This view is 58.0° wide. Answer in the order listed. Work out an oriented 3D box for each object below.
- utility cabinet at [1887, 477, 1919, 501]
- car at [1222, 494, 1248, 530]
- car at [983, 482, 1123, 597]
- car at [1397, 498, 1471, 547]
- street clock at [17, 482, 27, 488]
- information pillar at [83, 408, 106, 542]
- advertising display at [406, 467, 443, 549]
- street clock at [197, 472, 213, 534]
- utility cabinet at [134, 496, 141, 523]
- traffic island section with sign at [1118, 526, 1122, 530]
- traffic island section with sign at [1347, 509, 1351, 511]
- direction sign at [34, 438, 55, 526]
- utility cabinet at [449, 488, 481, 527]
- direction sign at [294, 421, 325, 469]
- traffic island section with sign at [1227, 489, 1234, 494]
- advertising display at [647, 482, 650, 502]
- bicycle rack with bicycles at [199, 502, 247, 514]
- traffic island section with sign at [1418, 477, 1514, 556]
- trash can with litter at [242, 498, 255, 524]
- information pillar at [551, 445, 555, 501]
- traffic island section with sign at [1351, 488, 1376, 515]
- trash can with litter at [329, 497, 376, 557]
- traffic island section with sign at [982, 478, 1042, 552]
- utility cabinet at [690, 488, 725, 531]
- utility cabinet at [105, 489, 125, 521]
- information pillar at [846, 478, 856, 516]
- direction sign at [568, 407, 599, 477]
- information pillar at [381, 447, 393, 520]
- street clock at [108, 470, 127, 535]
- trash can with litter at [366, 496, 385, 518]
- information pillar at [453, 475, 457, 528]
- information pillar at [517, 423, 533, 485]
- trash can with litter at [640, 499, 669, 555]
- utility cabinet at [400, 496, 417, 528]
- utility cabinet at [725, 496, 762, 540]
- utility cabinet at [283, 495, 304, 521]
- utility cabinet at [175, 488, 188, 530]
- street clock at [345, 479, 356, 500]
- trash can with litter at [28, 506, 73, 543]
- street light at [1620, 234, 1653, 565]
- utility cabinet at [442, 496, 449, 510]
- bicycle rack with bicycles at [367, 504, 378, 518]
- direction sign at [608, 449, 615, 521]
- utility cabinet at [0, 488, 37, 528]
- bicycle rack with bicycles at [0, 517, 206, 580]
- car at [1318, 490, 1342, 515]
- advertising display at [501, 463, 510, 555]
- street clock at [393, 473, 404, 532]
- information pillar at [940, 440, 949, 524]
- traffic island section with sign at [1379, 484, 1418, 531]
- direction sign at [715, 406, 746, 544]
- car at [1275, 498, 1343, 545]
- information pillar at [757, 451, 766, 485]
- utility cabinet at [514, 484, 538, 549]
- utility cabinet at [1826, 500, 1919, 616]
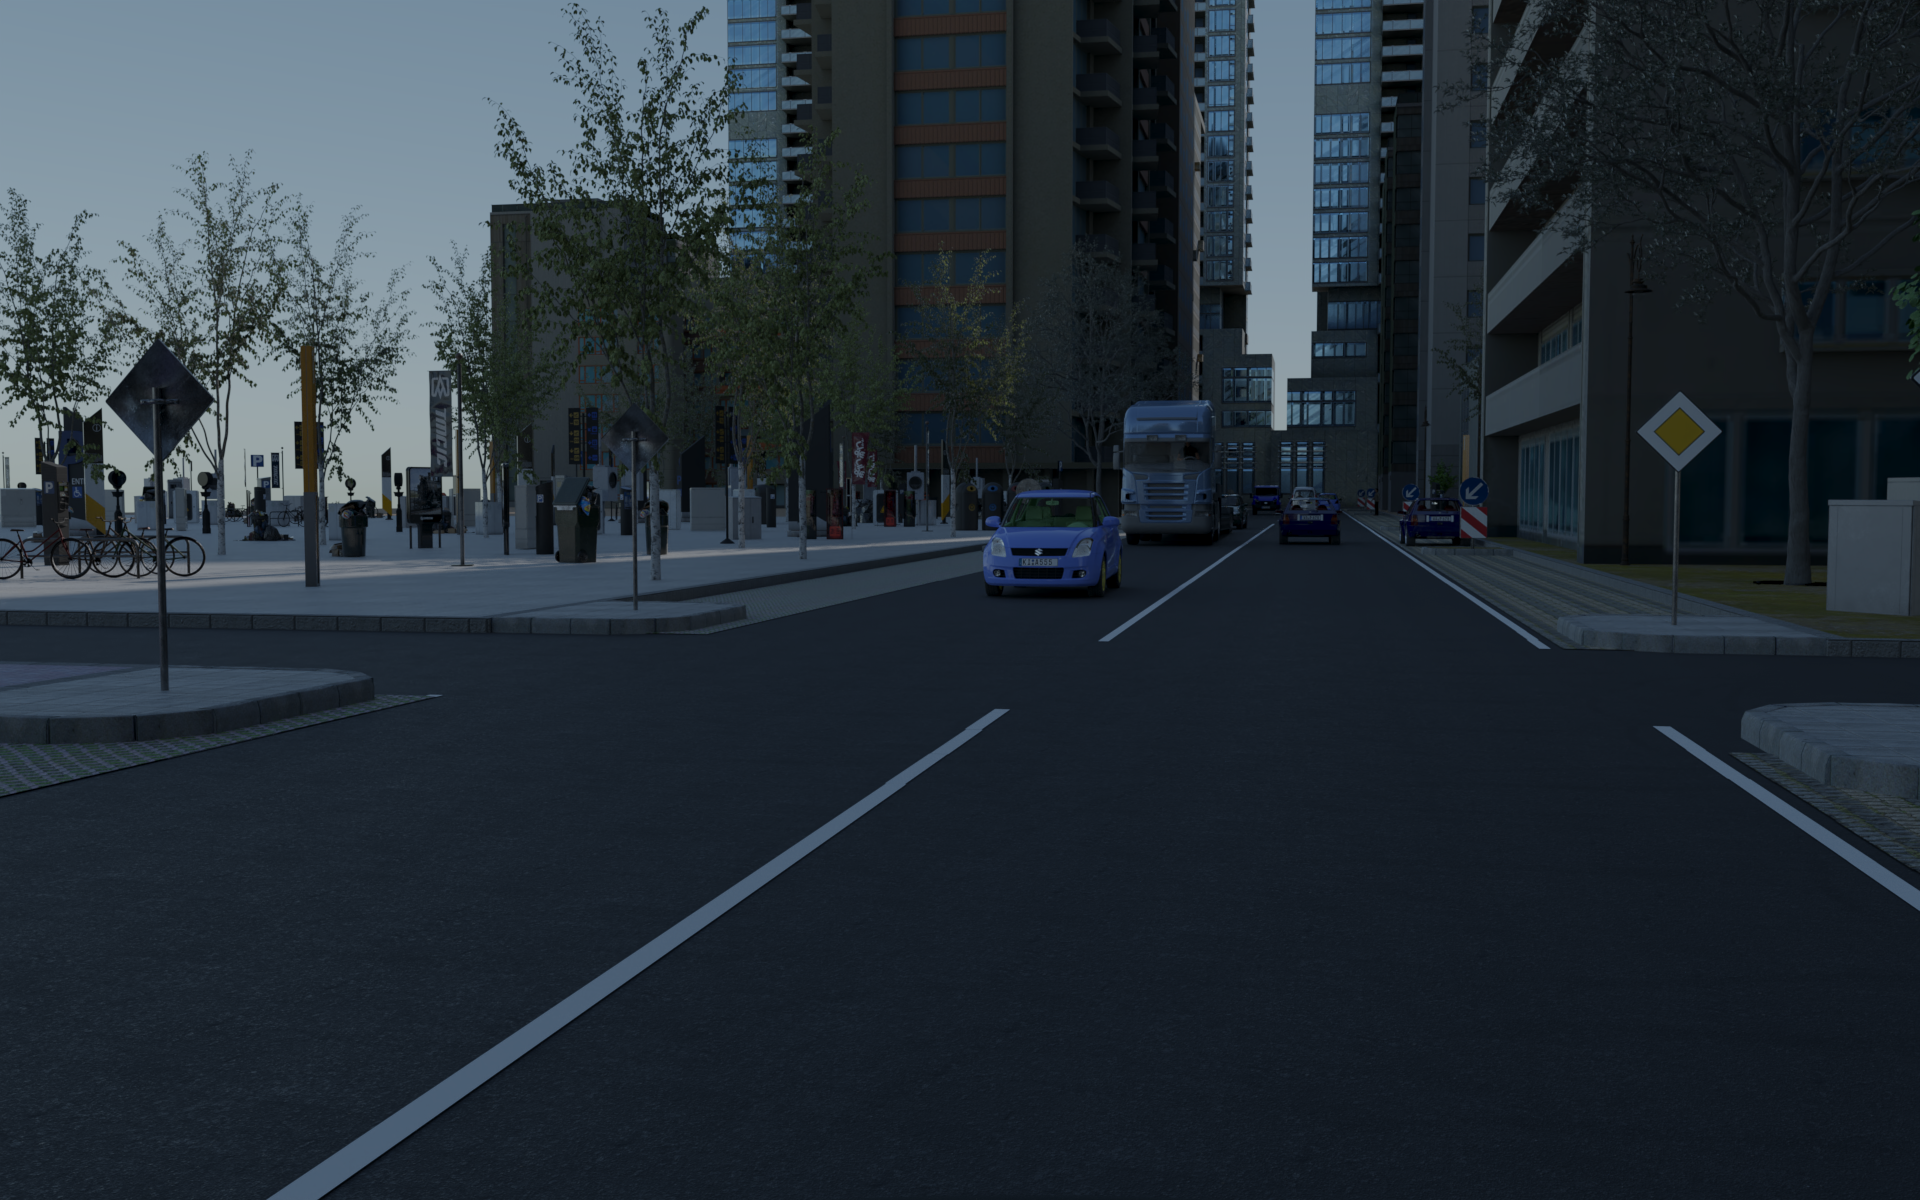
[{"bbox_3d":[12.839,-0.886,23.168,0.318,1.500,1.173,0,4,2],"label":"utility cabinet"},{"bbox_3d":[10.879,-3.767,71.372,2.009,1.686,4.222,1,4,14],"label":"car"},{"bbox_3d":[1.400,-0.961,25.310,1.945,1.707,3.694,1,4,11],"label":"car"},{"bbox_3d":[13.231,-2.186,48.321,1.945,1.354,3.894,1,4,11],"label":"car"},{"bbox_3d":[-56.660,-6.122,104.658,0.471,2.002,0.358,0,4,-6],"label":"street clock"},{"bbox_3d":[-23.376,-3.391,46.798,0.504,3.616,0.183,-2,4,-32],"label":"information pillar"},{"bbox_3d":[-12.652,-2.185,40.933,0.123,1.923,0.974,2,4,33],"label":"advertising display"},{"bbox_3d":[-24.419,-3.150,56.080,0.471,2.002,0.358,2,4,25],"label":"street clock"},{"bbox_3d":[-35.693,-3.956,75.843,1.020,1.237,0.306,2,4,24],"label":"utility cabinet"},{"bbox_3d":[7.193,-3.745,69.859,1.989,1.847,2.006,1,4,12],"label":"traffic island section with sign"},{"bbox_3d":[33.170,-8.263,143.728,1.989,1.847,2.006,1,4,12],"label":"traffic island section with sign"},{"bbox_3d":[-36.836,-4.758,69.786,0.379,3.537,0.876,2,4,24],"label":"direction sign"},{"bbox_3d":[-19.284,-3.596,67.468,1.173,1.500,0.318,-3,5,-40],"label":"utility cabinet"},{"bbox_3d":[-20.301,-3.799,54.109,0.876,3.537,0.379,-2,4,-29],"label":"direction sign"},{"bbox_3d":[22.765,-8.363,145.357,1.989,1.847,2.006,1,4,12],"label":"traffic island section with sign"},{"bbox_3d":[-16.459,-5.250,91.059,0.123,1.923,0.974,-2,4,-30],"label":"advertising display"},{"bbox_3d":[-34.210,-4.103,80.467,2.925,0.926,2.852,0,4,-4],"label":"bicycle rack with bicycles"},{"bbox_3d":[11.996,-1.983,41.050,1.989,1.847,2.006,1,4,12],"label":"traffic island section with sign"},{"bbox_3d":[-30.566,-3.872,74.696,1.055,1.170,0.624,2,4,31],"label":"trash can with litter"},{"bbox_3d":[-19.204,-5.531,81.783,0.183,3.616,0.504,0,4,-2],"label":"information pillar"},{"bbox_3d":[27.653,-6.628,117.003,1.989,1.847,2.006,1,4,12],"label":"traffic island section with sign"},{"bbox_3d":[-12.555,-1.467,35.372,1.055,1.170,0.624,3,5,41],"label":"trash can with litter"},{"bbox_3d":[1.694,-2.113,43.177,1.989,1.847,2.006,1,4,12],"label":"traffic island section with sign"},{"bbox_3d":[-8.744,-3.139,59.994,1.173,1.500,0.318,-1,4,-18],"label":"utility cabinet"},{"bbox_3d":[-40.154,-4.479,81.909,1.173,1.500,0.318,0,4,-2],"label":"utility cabinet"},{"bbox_3d":[-4.968,-4.556,78.985,0.304,2.012,0.304,-3,5,-43],"label":"information pillar"},{"bbox_3d":[-9.869,-3.270,45.465,0.876,3.537,0.379,1,4,18],"label":"direction sign"},{"bbox_3d":[-28.464,-5.790,86.015,0.504,3.616,0.183,-3,4,-37],"label":"information pillar"},{"bbox_3d":[-25.521,-2.931,52.491,0.358,2.002,0.471,3,4,37],"label":"street clock"},{"bbox_3d":[-31.441,-4.995,93.059,1.055,1.170,0.624,0,4,2],"label":"trash can with litter"},{"bbox_3d":[-19.174,-3.774,66.194,0.304,2.012,0.304,-3,4,-38],"label":"information pillar"},{"bbox_3d":[-14.242,-4.002,56.781,0.504,3.616,0.183,-2,4,-24],"label":"information pillar"},{"bbox_3d":[-6.496,-1.553,36.785,0.624,1.170,1.055,-1,4,-12],"label":"trash can with litter"},{"bbox_3d":[-21.020,-3.359,66.084,0.306,1.237,1.020,1,4,10],"label":"utility cabinet"},{"bbox_3d":[-6.087,-2.310,48.932,0.306,1.237,1.020,3,5,45],"label":"utility cabinet"},{"bbox_3d":[-31.760,-4.370,82.609,1.020,1.237,0.306,1,4,19],"label":"utility cabinet"},{"bbox_3d":[-27.309,-3.187,60.780,0.318,1.500,1.173,-1,4,-21],"label":"utility cabinet"},{"bbox_3d":[-28.074,-4.603,79.826,0.471,2.002,0.358,1,4,20],"label":"street clock"},{"bbox_3d":[-24.149,-2.114,45.948,1.055,1.170,0.624,-3,5,-41],"label":"trash can with litter"},{"bbox_3d":[11.985,-3.563,31.035,0.468,5.910,1.993,1,4,12],"label":"street light"},{"bbox_3d":[-20.343,-3.439,67.394,1.020,1.237,0.306,1,4,14],"label":"utility cabinet"},{"bbox_3d":[-27.162,-3.763,74.908,2.925,0.926,2.852,0,4,3],"label":"bicycle rack with bicycles"},{"bbox_3d":[-16.410,-5.472,81.468,0.379,3.537,0.876,0,4,-1],"label":"direction sign"},{"bbox_3d":[-35.706,-3.484,65.644,1.173,1.500,0.318,-3,4,-37],"label":"utility cabinet"},{"bbox_3d":[-13.187,-0.832,26.980,2.925,0.926,2.852,0,4,1],"label":"bicycle rack with bicycles"},{"bbox_3d":[25.898,-6.870,121.920,1.945,1.707,3.694,1,4,13],"label":"car"},{"bbox_3d":[-9.631,-1.926,36.706,0.123,1.923,0.974,-1,4,-17],"label":"advertising display"},{"bbox_3d":[-18.937,-3.295,58.448,0.358,2.002,0.471,-1,4,-9],"label":"street clock"},{"bbox_3d":[-0.639,-5.092,74.608,0.183,3.616,0.504,3,4,37],"label":"information pillar"},{"bbox_3d":[17.569,-3.635,68.063,1.989,1.847,2.006,1,4,12],"label":"traffic island section with sign"},{"bbox_3d":[-6.020,-3.224,44.706,0.379,3.537,0.876,2,4,32],"label":"direction sign"},{"bbox_3d":[10.175,-2.319,50.500,1.945,1.354,3.894,1,4,10],"label":"car"},{"bbox_3d":[-10.413,-6.101,91.107,0.504,3.616,0.183,-1,4,-9],"label":"information pillar"},{"bbox_3d":[-10.086,-1.946,40.501,0.318,1.500,1.173,0,4,4],"label":"utility cabinet"},{"bbox_3d":[9.912,-0.462,18.708,0.306,1.237,1.020,-2,4,-25],"label":"utility cabinet"}]
